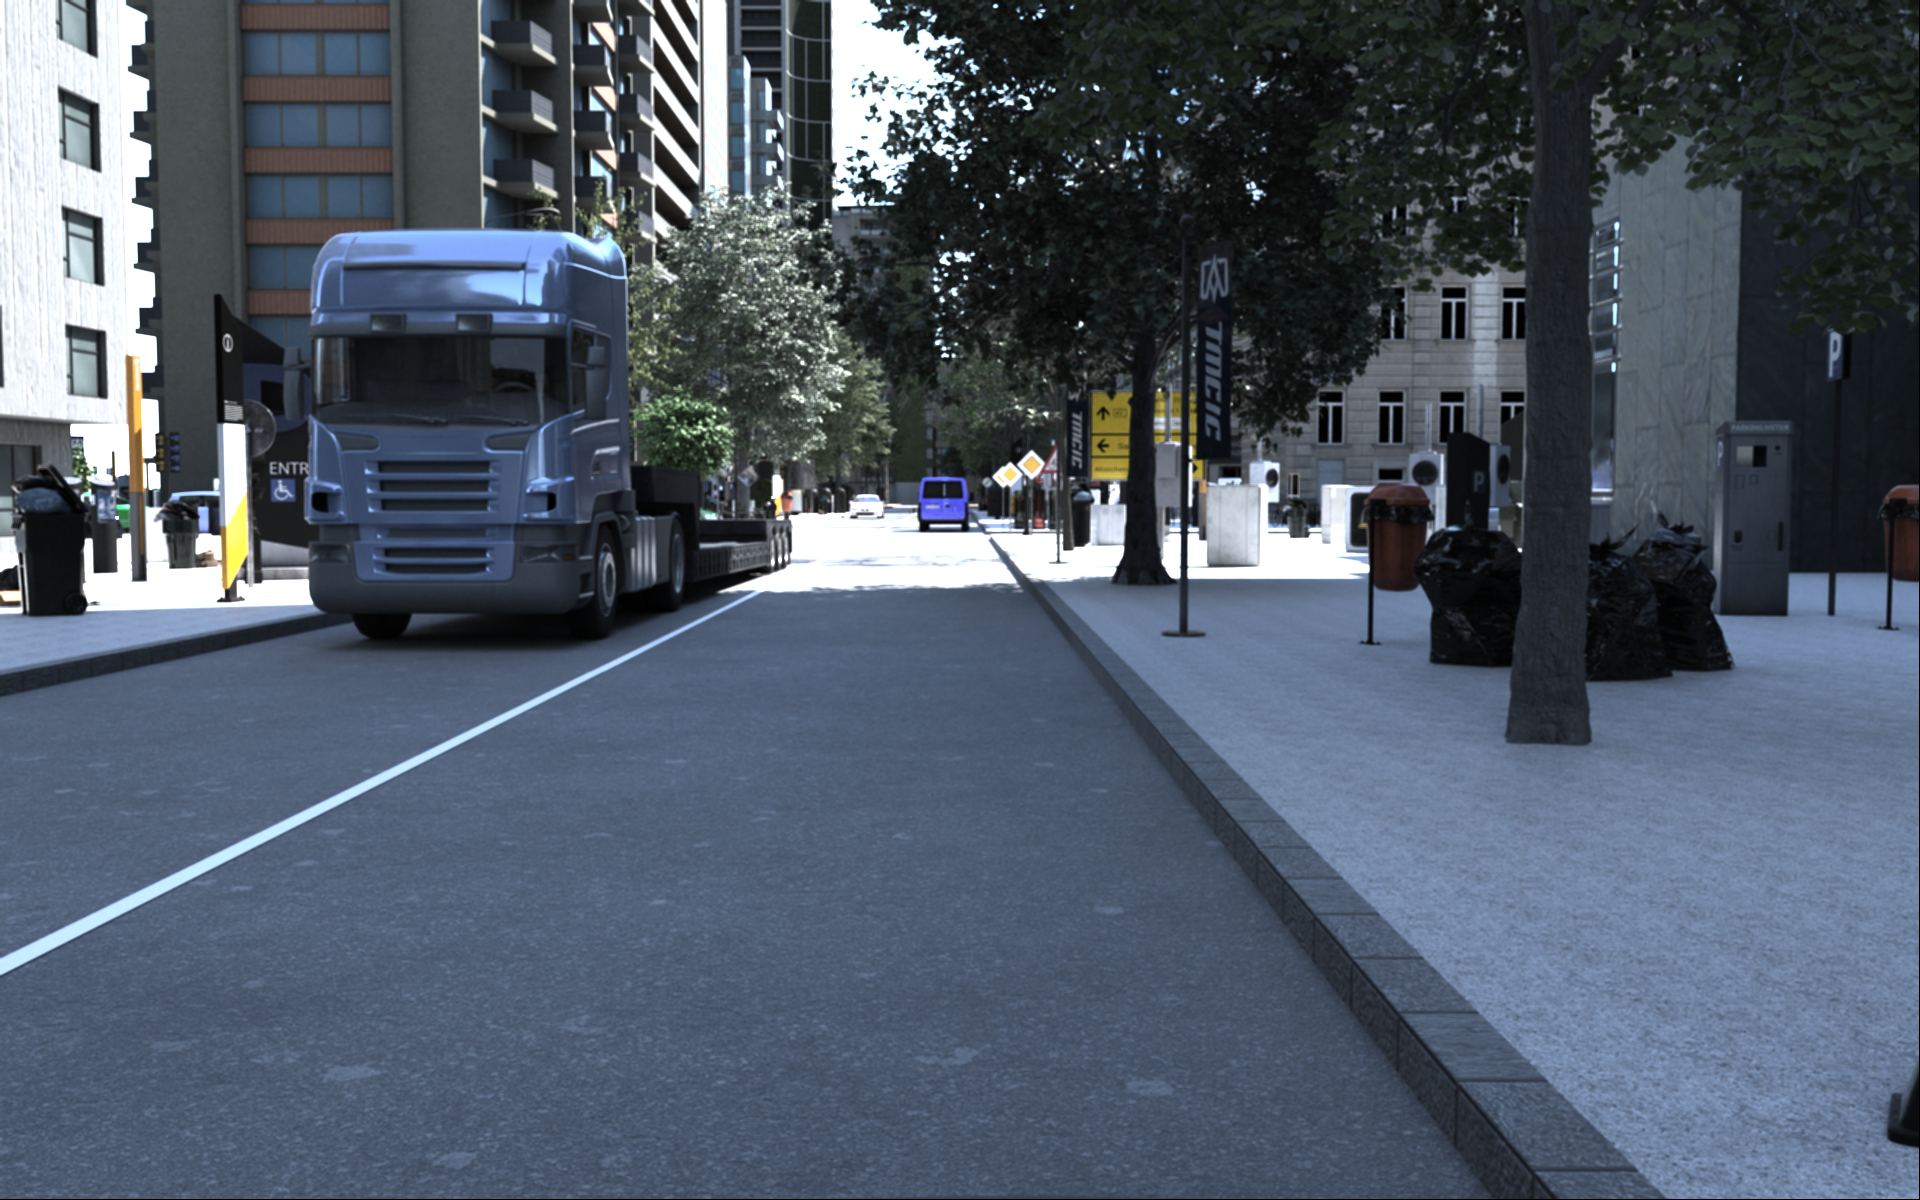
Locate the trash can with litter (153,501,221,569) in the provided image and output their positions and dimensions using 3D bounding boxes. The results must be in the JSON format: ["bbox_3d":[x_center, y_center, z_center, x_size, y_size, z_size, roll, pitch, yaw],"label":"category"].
[{"bbox_3d":[-13.317,-1.133,29.911,0.624,1.170,1.055,1,4,17],"label":"trash can with litter"}]

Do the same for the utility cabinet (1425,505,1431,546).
[{"bbox_3d":[10.953,-1.810,40.754,1.020,1.237,0.306,3,5,43],"label":"utility cabinet"}]

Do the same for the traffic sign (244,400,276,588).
[{"bbox_3d":[-9.670,-1.433,23.538,0.768,2.556,0.104,0,4,4],"label":"traffic sign"}]

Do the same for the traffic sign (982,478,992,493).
[{"bbox_3d":[2.089,-8.131,133.050,0.768,2.556,0.104,0,4,3],"label":"traffic sign"}]

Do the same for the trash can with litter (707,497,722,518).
[{"bbox_3d":[-10.409,-3.873,74.715,1.055,1.170,0.624,2,4,33],"label":"trash can with litter"}]

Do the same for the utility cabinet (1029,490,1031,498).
[{"bbox_3d":[4.144,-5.779,103.168,1.173,1.500,0.318,2,4,31],"label":"utility cabinet"}]

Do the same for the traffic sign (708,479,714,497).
[{"bbox_3d":[-10.973,-4.693,76.836,0.768,2.556,0.104,0,4,6],"label":"traffic sign"}]

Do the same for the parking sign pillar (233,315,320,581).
[{"bbox_3d":[-10.272,-2.308,26.206,1.447,3.967,1.447,-2,4,-23],"label":"parking sign pillar"}]

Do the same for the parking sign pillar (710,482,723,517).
[{"bbox_3d":[-13.122,-6.387,92.907,1.447,3.967,1.447,-1,4,-10],"label":"parking sign pillar"}]

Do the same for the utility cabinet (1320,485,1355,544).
[{"bbox_3d":[9.704,-2.180,44.329,0.318,1.500,1.173,3,5,44],"label":"utility cabinet"}]

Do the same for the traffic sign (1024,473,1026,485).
[{"bbox_3d":[2.989,-4.911,82.429,0.606,2.300,0.079,0,4,5],"label":"traffic sign"}]

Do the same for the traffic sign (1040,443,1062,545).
[{"bbox_3d":[2.466,-2.688,43.961,0.884,2.594,0.081,0,4,0],"label":"traffic sign"}]

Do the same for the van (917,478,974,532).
[{"bbox_3d":[-0.583,-3.855,67.409,2.240,2.365,5.245,0,4,1],"label":"van"}]

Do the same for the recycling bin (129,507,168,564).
[{"bbox_3d":[-15.033,-1.213,32.391,0.722,1.027,0.722,3,5,45],"label":"recycling bin"}]

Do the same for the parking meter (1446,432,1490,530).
[{"bbox_3d":[4.858,-0.665,16.579,0.399,1.863,0.255,-3,4,-39],"label":"parking meter"}]

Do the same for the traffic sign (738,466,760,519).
[{"bbox_3d":[-7.511,-3.545,61.603,0.795,2.450,0.064,0,4,0],"label":"traffic sign"}]

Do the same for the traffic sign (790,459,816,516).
[{"bbox_3d":[-9.599,-6.588,101.588,2.265,3.308,0.079,0,4,5],"label":"traffic sign"}]

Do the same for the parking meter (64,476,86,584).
[{"bbox_3d":[-12.735,-1.001,24.773,0.372,1.533,0.369,0,3,0],"label":"parking meter"}]

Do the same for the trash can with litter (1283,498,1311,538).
[{"bbox_3d":[9.775,-2.370,50.142,0.624,1.170,1.055,2,4,27],"label":"trash can with litter"}]

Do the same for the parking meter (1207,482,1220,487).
[{"bbox_3d":[5.450,-1.748,36.998,0.372,1.533,0.369,0,3,0],"label":"parking meter"}]

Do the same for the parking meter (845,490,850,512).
[{"bbox_3d":[-7.851,-6.878,120.868,0.372,1.533,0.369,0,3,0],"label":"parking meter"}]

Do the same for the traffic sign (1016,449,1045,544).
[{"bbox_3d":[1.853,-2.668,44.802,0.795,2.450,0.064,0,4,0],"label":"traffic sign"}]

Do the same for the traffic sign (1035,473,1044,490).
[{"bbox_3d":[3.952,-5.099,83.481,0.768,2.556,0.104,0,4,4],"label":"traffic sign"}]

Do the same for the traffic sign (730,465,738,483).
[{"bbox_3d":[-9.804,-4.681,76.646,0.768,2.556,0.104,0,4,8],"label":"traffic sign"}]

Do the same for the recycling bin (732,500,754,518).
[{"bbox_3d":[-9.036,-3.651,72.251,0.722,1.027,0.722,-2,4,-31],"label":"recycling bin"}]

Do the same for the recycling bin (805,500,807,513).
[{"bbox_3d":[-11.088,-6.687,121.881,0.722,1.027,0.722,-3,4,-37],"label":"recycling bin"}]

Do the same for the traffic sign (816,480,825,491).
[{"bbox_3d":[-10.203,-7.620,126.716,0.606,2.300,0.079,0,4,1],"label":"traffic sign"}]

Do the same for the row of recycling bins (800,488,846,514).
[{"bbox_3d":[-9.209,-6.521,113.725,3.534,1.692,1.069,1,4,8],"label":"row of recycling bins"}]

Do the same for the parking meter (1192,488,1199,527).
[{"bbox_3d":[9.271,-3.634,67.824,0.372,1.533,0.369,0,3,0],"label":"parking meter"}]

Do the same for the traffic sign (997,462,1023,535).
[{"bbox_3d":[1.554,-3.057,53.620,0.795,2.450,0.064,0,4,0],"label":"traffic sign"}]

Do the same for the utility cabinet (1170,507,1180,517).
[{"bbox_3d":[11.851,-5.252,97.026,1.020,1.237,0.306,0,4,1],"label":"utility cabinet"}]

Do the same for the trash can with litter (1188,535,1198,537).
[{"bbox_3d":[7.790,-2.452,51.144,2.233,1.210,1.678,2,4,27],"label":"trash can with litter"}]

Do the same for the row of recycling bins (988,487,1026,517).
[{"bbox_3d":[2.781,-5.682,100.009,1.069,1.692,3.534,2,4,33],"label":"row of recycling bins"}]

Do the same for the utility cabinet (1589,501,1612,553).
[{"bbox_3d":[5.794,-0.312,16.271,0.306,1.237,1.020,3,5,40],"label":"utility cabinet"}]

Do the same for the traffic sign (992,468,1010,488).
[{"bbox_3d":[3.603,-8.496,132.780,2.265,3.308,0.079,1,4,9],"label":"traffic sign"}]

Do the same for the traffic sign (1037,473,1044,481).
[{"bbox_3d":[3.475,-4.185,68.435,0.884,2.594,0.081,0,4,7],"label":"traffic sign"}]

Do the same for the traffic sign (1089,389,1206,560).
[{"bbox_3d":[3.655,-2.442,33.804,2.265,3.308,0.079,0,4,5],"label":"traffic sign"}]

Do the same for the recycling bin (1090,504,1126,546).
[{"bbox_3d":[3.657,-1.851,42.814,0.722,1.027,0.722,-1,4,-13],"label":"recycling bin"}]

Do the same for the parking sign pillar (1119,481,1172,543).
[{"bbox_3d":[4.870,-3.491,45.549,1.447,3.967,1.447,-1,4,-17],"label":"parking sign pillar"}]

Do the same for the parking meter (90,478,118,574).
[{"bbox_3d":[-13.824,-1.197,27.977,0.372,1.533,0.369,0,3,0],"label":"parking meter"}]

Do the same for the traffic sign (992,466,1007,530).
[{"bbox_3d":[1.533,-3.545,61.606,0.795,2.450,0.064,0,4,0],"label":"traffic sign"}]

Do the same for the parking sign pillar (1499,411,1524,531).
[{"bbox_3d":[14.854,-3.484,45.438,1.447,3.967,1.447,1,4,11],"label":"parking sign pillar"}]

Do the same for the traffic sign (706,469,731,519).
[{"bbox_3d":[-7.490,-3.057,53.618,0.795,2.450,0.064,0,4,0],"label":"traffic sign"}]

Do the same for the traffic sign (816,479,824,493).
[{"bbox_3d":[-10.218,-7.590,125.278,0.795,2.450,0.064,0,4,3],"label":"traffic sign"}]

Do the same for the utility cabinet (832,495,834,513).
[{"bbox_3d":[-8.517,-6.478,117.072,0.306,1.237,1.020,2,4,29],"label":"utility cabinet"}]

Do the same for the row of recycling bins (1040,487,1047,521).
[{"bbox_3d":[5.123,-5.326,94.196,1.069,1.692,3.534,1,4,23],"label":"row of recycling bins"}]

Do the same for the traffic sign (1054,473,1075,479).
[{"bbox_3d":[2.982,-2.897,49.494,0.606,2.300,0.079,0,4,1],"label":"traffic sign"}]

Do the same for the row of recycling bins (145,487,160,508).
[{"bbox_3d":[-61.992,-7.671,132.534,3.534,1.692,1.069,0,4,5],"label":"row of recycling bins"}]

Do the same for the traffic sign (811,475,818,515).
[{"bbox_3d":[-9.215,-6.578,107.650,0.768,2.556,0.104,0,4,4],"label":"traffic sign"}]

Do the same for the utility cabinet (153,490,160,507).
[{"bbox_3d":[-45.374,-5.513,98.810,0.318,1.500,1.173,2,4,31],"label":"utility cabinet"}]

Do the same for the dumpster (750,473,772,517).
[{"bbox_3d":[-9.066,-4.698,79.305,1.502,2.255,1.985,0,4,0],"label":"dumpster"}]
